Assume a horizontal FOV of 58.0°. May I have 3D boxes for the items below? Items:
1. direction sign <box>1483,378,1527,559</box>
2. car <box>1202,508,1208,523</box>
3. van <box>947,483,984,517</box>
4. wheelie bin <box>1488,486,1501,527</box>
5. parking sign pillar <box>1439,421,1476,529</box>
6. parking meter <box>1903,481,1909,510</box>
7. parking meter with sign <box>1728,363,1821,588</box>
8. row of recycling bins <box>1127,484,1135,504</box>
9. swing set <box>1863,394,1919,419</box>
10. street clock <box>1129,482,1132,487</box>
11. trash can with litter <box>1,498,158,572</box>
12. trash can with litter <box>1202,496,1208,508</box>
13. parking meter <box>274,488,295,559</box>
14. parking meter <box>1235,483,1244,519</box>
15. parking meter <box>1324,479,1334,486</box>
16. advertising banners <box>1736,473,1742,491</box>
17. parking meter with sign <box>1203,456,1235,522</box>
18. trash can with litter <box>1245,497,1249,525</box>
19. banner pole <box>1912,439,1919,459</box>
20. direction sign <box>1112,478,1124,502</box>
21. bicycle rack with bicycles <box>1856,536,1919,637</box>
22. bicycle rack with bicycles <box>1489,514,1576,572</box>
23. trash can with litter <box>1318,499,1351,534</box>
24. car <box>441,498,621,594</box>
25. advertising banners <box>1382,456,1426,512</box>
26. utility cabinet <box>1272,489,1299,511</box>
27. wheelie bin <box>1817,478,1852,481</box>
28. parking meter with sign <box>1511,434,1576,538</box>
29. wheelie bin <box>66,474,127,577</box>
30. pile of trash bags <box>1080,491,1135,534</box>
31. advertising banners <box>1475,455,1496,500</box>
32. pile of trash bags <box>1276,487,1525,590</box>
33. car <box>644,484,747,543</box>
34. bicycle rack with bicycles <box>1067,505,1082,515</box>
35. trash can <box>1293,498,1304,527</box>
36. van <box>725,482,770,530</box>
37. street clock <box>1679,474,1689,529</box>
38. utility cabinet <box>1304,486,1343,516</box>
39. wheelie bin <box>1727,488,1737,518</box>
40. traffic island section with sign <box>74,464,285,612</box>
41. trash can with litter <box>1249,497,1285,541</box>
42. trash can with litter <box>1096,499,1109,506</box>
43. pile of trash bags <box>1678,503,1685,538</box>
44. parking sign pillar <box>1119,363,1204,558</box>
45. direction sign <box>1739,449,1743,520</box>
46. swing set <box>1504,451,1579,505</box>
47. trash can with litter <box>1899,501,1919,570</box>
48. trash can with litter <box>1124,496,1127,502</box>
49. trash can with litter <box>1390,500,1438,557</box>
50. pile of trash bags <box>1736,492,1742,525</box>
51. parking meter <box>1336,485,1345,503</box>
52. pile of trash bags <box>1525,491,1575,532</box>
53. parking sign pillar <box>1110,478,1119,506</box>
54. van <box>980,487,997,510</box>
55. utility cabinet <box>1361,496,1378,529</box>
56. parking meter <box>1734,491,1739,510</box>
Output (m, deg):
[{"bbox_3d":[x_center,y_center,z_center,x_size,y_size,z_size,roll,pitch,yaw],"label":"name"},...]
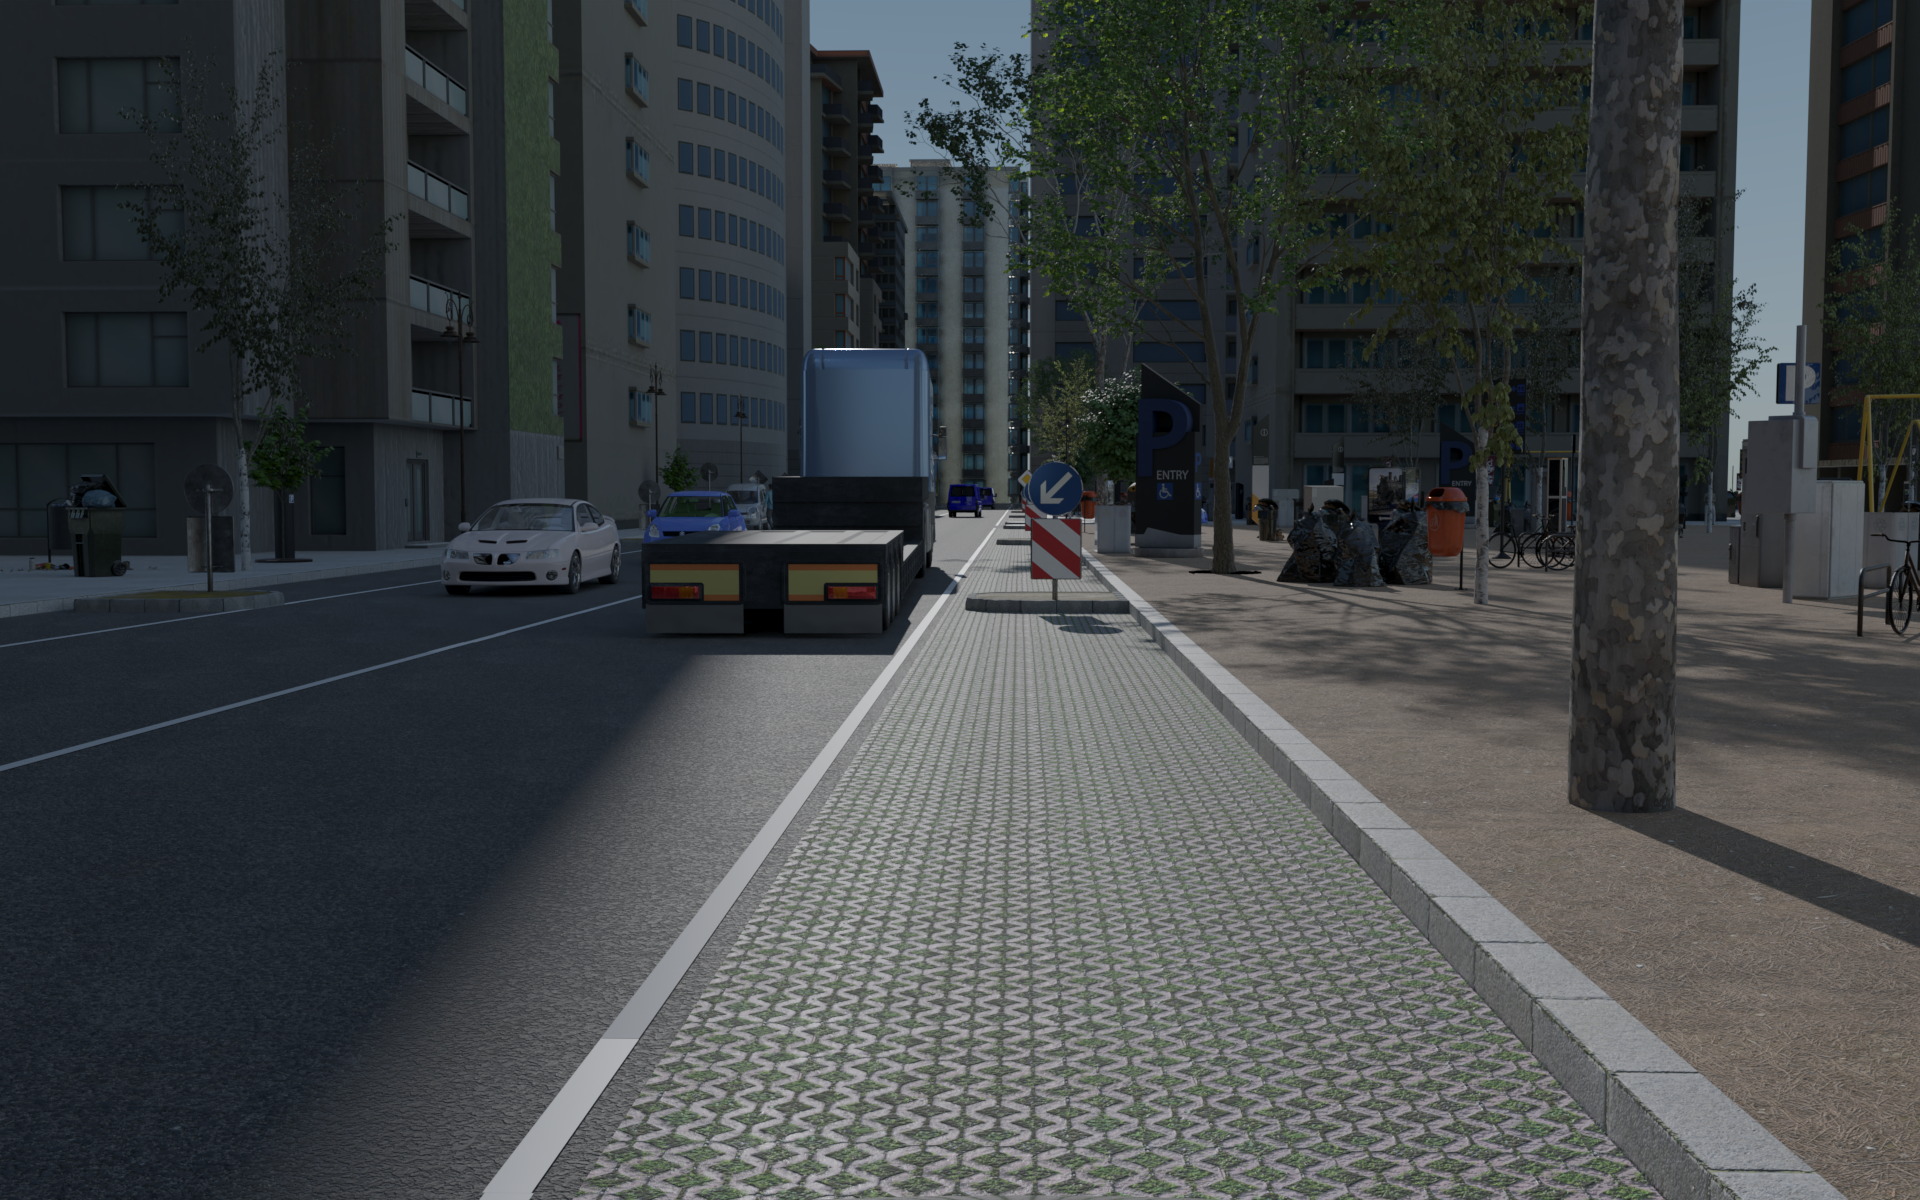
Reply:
[{"bbox_3d":[10.748,-2.585,34.262,0.876,3.537,0.379,3,5,41],"label":"direction sign"},{"bbox_3d":[8.965,-4.041,75.656,3.694,1.707,1.945,0,4,3],"label":"car"},{"bbox_3d":[0.330,-6.378,108.660,2.240,2.365,5.245,0,4,4],"label":"van"},{"bbox_3d":[20.464,-3.603,66.819,0.693,1.594,0.980,-3,5,-40],"label":"wheelie bin"},{"bbox_3d":[18.258,-4.593,63.572,1.447,3.967,1.447,1,4,18],"label":"parking sign pillar"},{"bbox_3d":[43.857,-4.558,80.232,0.255,1.863,0.399,2,4,28],"label":"parking meter"},{"bbox_3d":[11.141,-1.689,23.881,0.543,3.016,1.738,0,4,1],"label":"parking meter with sign"},{"bbox_3d":[6.946,-3.263,60.460,1.069,1.692,3.534,-2,4,-24],"label":"row of recycling bins"},{"bbox_3d":[15.752,-1.789,26.875,3.119,2.851,2.862,1,4,21],"label":"swing set"},{"bbox_3d":[9.817,-5.729,98.240,0.471,2.002,0.358,-1,4,-8],"label":"street clock"},{"bbox_3d":[-14.823,-1.116,29.305,2.233,1.210,1.678,0,4,-1],"label":"trash can with litter"},{"bbox_3d":[14.342,-5.668,104.059,1.055,1.170,0.624,-2,4,-25],"label":"trash can with litter"},{"bbox_3d":[-13.469,-1.597,34.519,0.372,1.533,0.369,0,3,0],"label":"parking meter"},{"bbox_3d":[14.238,-5.045,88.197,0.399,1.863,0.255,-3,4,-37],"label":"parking meter"},{"bbox_3d":[13.769,-3.612,64.761,0.399,1.863,0.255,0,4,7],"label":"parking meter"},{"bbox_3d":[63.871,-9.026,143.768,2.074,3.025,0.090,1,4,15],"label":"advertising banners"},{"bbox_3d":[11.947,-5.163,80.680,0.543,3.016,1.738,-2,4,-27],"label":"parking meter with sign"},{"bbox_3d":[12.213,-3.664,71.289,0.624,1.170,1.055,-2,4,-31],"label":"trash can with litter"},{"bbox_3d":[43.450,-5.433,78.846,0.401,3.779,0.863,1,4,9],"label":"banner pole"},{"bbox_3d":[10.072,-7.264,110.764,0.876,3.537,0.379,3,4,36],"label":"direction sign"},{"bbox_3d":[9.525,-0.149,15.818,2.852,0.926,2.925,3,4,36],"label":"bicycle rack with bicycles"},{"bbox_3d":[10.453,-0.987,29.515,2.925,0.926,2.852,0,4,5],"label":"bicycle rack with bicycles"},{"bbox_3d":[8.202,-1.595,37.458,0.624,1.170,1.055,3,4,38],"label":"trash can with litter"},{"bbox_3d":[-6.399,-0.849,26.250,2.083,1.381,4.827,0,4,0],"label":"car"},{"bbox_3d":[20.502,-5.127,80.007,2.074,3.025,0.090,2,4,32],"label":"advertising banners"},{"bbox_3d":[14.714,-4.260,78.335,1.173,1.500,0.318,0,4,-4],"label":"utility cabinet"},{"bbox_3d":[17.105,-1.588,33.876,0.693,1.594,0.980,-3,4,-38],"label":"wheelie bin"},{"bbox_3d":[17.056,-3.329,50.684,1.738,3.016,0.543,1,4,16],"label":"parking meter with sign"},{"bbox_3d":[-13.403,-1.161,26.887,0.980,1.594,0.693,2,4,31],"label":"wheelie bin"},{"bbox_3d":[5.430,-2.873,56.729,3.447,1.369,1.912,2,4,33],"label":"pile of trash bags"},{"bbox_3d":[23.182,-5.029,78.413,2.074,3.025,0.090,1,4,23],"label":"advertising banners"},{"bbox_3d":[5.986,-0.895,24.387,1.912,1.369,3.447,-1,4,-21],"label":"pile of trash bags"},{"bbox_3d":[-5.477,-1.619,36.055,1.945,1.707,3.694,0,4,1],"label":"car"},{"bbox_3d":[7.098,-5.754,107.455,2.852,0.926,2.925,-2,4,-27],"label":"bicycle rack with bicycles"},{"bbox_3d":[11.118,-2.719,56.108,0.748,1.137,0.748,0,3,0],"label":"trash can"},{"bbox_3d":[-8.381,-3.679,67.170,2.013,2.044,4.112,0,4,1],"label":"van"},{"bbox_3d":[26.581,-3.612,63.634,0.358,2.002,0.471,1,4,21],"label":"street clock"},{"bbox_3d":[9.620,-2.270,45.800,1.173,1.500,0.318,-2,4,-34],"label":"utility cabinet"},{"bbox_3d":[41.949,-5.286,94.340,0.693,1.594,0.980,2,4,23],"label":"wheelie bin"},{"bbox_3d":[-9.738,-0.813,21.916,1.989,1.847,2.006,0,4,2],"label":"traffic island section with sign"},{"bbox_3d":[8.474,-2.204,47.423,0.624,1.170,1.055,2,4,32],"label":"trash can with litter"},{"bbox_3d":[5.605,-3.514,68.845,0.624,1.170,1.055,0,4,3],"label":"trash can with litter"},{"bbox_3d":[20.119,-2.493,50.507,1.912,1.369,3.447,1,4,19],"label":"pile of trash bags"},{"bbox_3d":[4.260,-2.867,35.351,1.447,3.967,1.447,2,4,29],"label":"parking sign pillar"},{"bbox_3d":[39.544,-5.827,87.271,0.876,3.537,0.379,-2,4,-30],"label":"direction sign"},{"bbox_3d":[21.287,-4.002,63.046,3.119,2.851,2.862,1,4,13],"label":"swing set"},{"bbox_3d":[16.387,-1.094,29.270,1.055,1.170,0.624,-1,4,-9],"label":"trash can with litter"},{"bbox_3d":[10.329,-5.638,103.570,1.055,1.170,0.624,-3,4,-37],"label":"trash can with litter"},{"bbox_3d":[9.413,-1.477,35.537,1.055,1.170,0.624,-1,4,-21],"label":"trash can with litter"},{"bbox_3d":[31.411,-3.462,66.349,1.912,1.369,3.447,-3,4,-37],"label":"pile of trash bags"},{"bbox_3d":[10.325,-2.385,47.404,0.372,1.533,0.369,0,3,0],"label":"parking meter"},{"bbox_3d":[18.736,-2.818,55.820,1.912,1.369,3.447,-1,4,-13],"label":"pile of trash bags"},{"bbox_3d":[9.856,-7.655,113.635,1.447,3.967,1.447,-1,4,-16],"label":"parking sign pillar"},{"bbox_3d":[2.257,-9.550,160.533,2.240,2.365,5.245,0,4,3],"label":"van"},{"bbox_3d":[15.473,-3.266,64.563,1.020,1.237,0.306,1,4,14],"label":"utility cabinet"},{"bbox_3d":[62.923,-8.076,140.446,0.372,1.533,0.369,0,3,0],"label":"parking meter"}]
